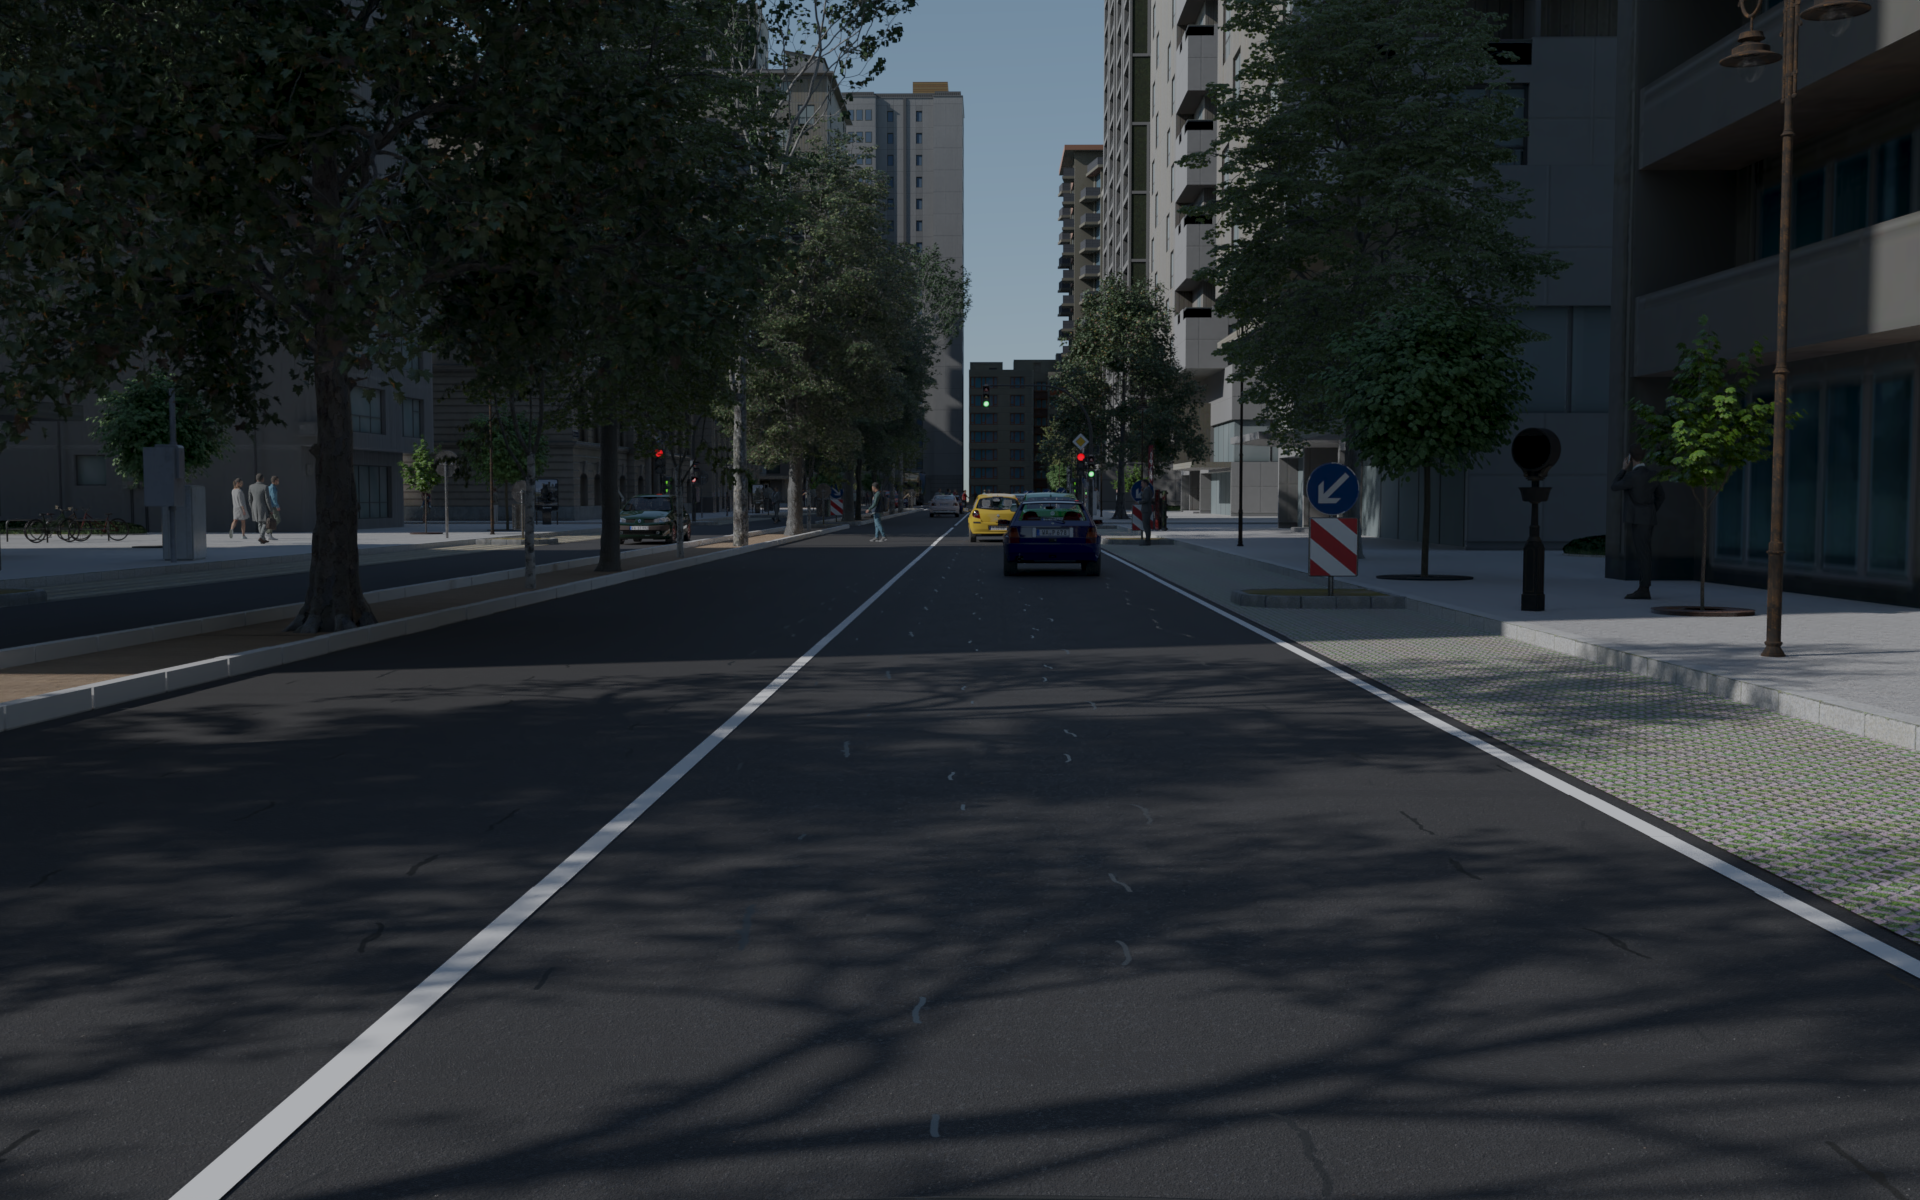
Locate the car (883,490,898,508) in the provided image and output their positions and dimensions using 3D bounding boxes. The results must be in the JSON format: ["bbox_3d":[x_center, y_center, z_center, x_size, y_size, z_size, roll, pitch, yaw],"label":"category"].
[{"bbox_3d":[-7.178,-10.216,175.711,2.281,1.827,5.304,0,4,1],"label":"car"}]

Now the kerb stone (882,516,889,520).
[{"bbox_3d":[-4.270,-4.677,98.668,0.120,0.150,1.000,0,4,1],"label":"kerb stone"}]

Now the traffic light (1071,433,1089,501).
[{"bbox_3d":[5.540,-5.564,79.890,0.839,4.253,0.868,0,4,1],"label":"traffic light"}]

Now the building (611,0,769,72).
[{"bbox_3d":[-38.947,-49.645,249.943,20.611,71.187,20.563,0,4,1],"label":"building"}]

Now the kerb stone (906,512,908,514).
[{"bbox_3d":[-3.893,-5.993,120.184,0.120,0.150,1.000,0,4,1],"label":"kerb stone"}]

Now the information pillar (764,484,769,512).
[{"bbox_3d":[-13.873,-7.319,124.155,0.304,2.012,0.304,0,4,-3],"label":"information pillar"}]

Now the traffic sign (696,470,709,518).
[{"bbox_3d":[-13.951,-5.715,93.546,0.768,2.556,0.104,0,4,8],"label":"traffic sign"}]

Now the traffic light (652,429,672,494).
[{"bbox_3d":[-12.460,-5.094,72.205,0.839,4.253,0.868,0,4,1],"label":"traffic light"}]

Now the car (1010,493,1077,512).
[{"bbox_3d":[2.263,-2.154,44.011,1.959,1.807,4.718,0,4,1],"label":"car"}]

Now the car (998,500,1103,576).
[{"bbox_3d":[1.657,-1.168,31.670,1.945,1.354,3.894,0,4,2],"label":"car"}]

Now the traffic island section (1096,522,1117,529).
[{"bbox_3d":[5.439,-3.042,72.020,2.009,0.180,2.903,0,4,1],"label":"traffic island section"}]

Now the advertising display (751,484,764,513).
[{"bbox_3d":[-13.442,-6.713,114.972,0.123,1.923,0.974,3,5,43],"label":"advertising display"}]

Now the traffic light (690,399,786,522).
[{"bbox_3d":[-10.226,-6.454,80.187,4.771,5.953,1.251,0,4,1],"label":"traffic light"}]

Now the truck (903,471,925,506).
[{"bbox_3d":[-5.943,-13.899,216.165,2.839,4.237,11.283,0,4,3],"label":"truck"}]

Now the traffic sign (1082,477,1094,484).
[{"bbox_3d":[8.105,-6.707,109.768,0.768,2.556,0.104,1,4,11],"label":"traffic sign"}]

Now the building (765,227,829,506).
[{"bbox_3d":[-21.689,-25.376,186.592,14.160,30.474,14.107,0,4,1],"label":"building"}]

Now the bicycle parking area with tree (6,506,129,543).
[{"bbox_3d":[-27.795,-3.606,45.960,8.231,4.147,9.016,3,5,43],"label":"bicycle parking area with tree"}]

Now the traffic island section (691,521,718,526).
[{"bbox_3d":[-12.359,-3.550,80.325,2.009,0.180,2.903,0,4,1],"label":"traffic island section"}]

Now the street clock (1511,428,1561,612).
[{"bbox_3d":[6.296,-0.881,18.974,0.358,2.002,0.471,-3,5,-44],"label":"street clock"}]

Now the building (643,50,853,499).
[{"bbox_3d":[-28.073,-38.277,215.069,27.495,52.752,28.713,0,4,1],"label":"building"}]

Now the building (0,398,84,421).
[{"bbox_3d":[-31.804,-26.416,21.147,28.713,52.752,27.495,0,4,1],"label":"building"}]

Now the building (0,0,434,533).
[{"bbox_3d":[-27.729,-23.223,63.292,14.086,41.232,14.154,0,4,1],"label":"building"}]

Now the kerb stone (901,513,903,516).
[{"bbox_3d":[-4.005,-5.617,114.040,0.120,0.150,1.000,0,4,1],"label":"kerb stone"}]

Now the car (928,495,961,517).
[{"bbox_3d":[-0.968,-5.853,108.064,2.083,1.381,4.827,0,4,0],"label":"car"}]

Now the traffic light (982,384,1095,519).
[{"bbox_3d":[3.306,-5.941,71.802,4.771,5.953,1.251,0,4,1],"label":"traffic light"}]

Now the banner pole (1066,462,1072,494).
[{"bbox_3d":[8.337,-8.657,131.566,0.401,3.779,0.863,3,5,42],"label":"banner pole"}]

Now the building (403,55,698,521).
[{"bbox_3d":[-23.220,-17.107,98.785,14.460,24.649,34.723,0,4,1],"label":"building"}]

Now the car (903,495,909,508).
[{"bbox_3d":[-6.326,-10.478,183.898,1.945,1.354,3.894,0,3,0],"label":"car"}]

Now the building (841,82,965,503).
[{"bbox_3d":[-13.494,-43.359,250.917,28.212,58.520,21.231,0,4,1],"label":"building"}]

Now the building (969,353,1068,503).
[{"bbox_3d":[15.903,-25.009,253.941,28.899,21.520,27.650,0,4,1],"label":"building"}]

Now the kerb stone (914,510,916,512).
[{"bbox_3d":[-3.673,-6.748,132.518,0.120,0.150,1.000,0,4,1],"label":"kerb stone"}]

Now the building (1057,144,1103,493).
[{"bbox_3d":[23.319,-34.200,213.788,22.147,44.769,28.867,0,4,1],"label":"building"}]

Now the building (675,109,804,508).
[{"bbox_3d":[-31.859,-29.084,167.409,32.217,40.220,23.993,0,4,1],"label":"building"}]

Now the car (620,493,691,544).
[{"bbox_3d":[-8.983,-2.498,50.625,2.009,1.686,4.222,0,4,1],"label":"car"}]

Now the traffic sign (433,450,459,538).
[{"bbox_3d":[-14.934,-3.073,50.356,0.768,2.556,0.104,0,4,4],"label":"traffic sign"}]

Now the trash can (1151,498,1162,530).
[{"bbox_3d":[7.118,-3.127,62.773,0.748,1.137,0.748,0,3,0],"label":"trash can"}]

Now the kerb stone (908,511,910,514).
[{"bbox_3d":[-3.839,-6.182,123.270,0.120,0.150,1.000,0,4,1],"label":"kerb stone"}]

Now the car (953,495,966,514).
[{"bbox_3d":[-0.567,-6.942,126.077,1.945,1.354,3.894,0,4,2],"label":"car"}]

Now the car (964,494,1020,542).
[{"bbox_3d":[1.117,-2.608,52.865,2.015,1.641,3.980,0,4,0],"label":"car"}]

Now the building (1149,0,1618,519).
[{"bbox_3d":[26.780,-31.901,110.822,28.713,52.752,27.495,0,4,1],"label":"building"}]

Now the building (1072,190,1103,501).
[{"bbox_3d":[28.287,-30.273,186.843,32.217,40.220,23.993,0,4,1],"label":"building"}]

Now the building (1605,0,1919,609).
[{"bbox_3d":[20.330,-23.893,14.357,21.300,48.544,21.600,0,4,1],"label":"building"}]

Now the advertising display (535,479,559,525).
[{"bbox_3d":[-17.327,-4.122,72.606,0.974,1.923,0.123,0,4,-8],"label":"advertising display"}]

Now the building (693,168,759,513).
[{"bbox_3d":[-22.235,-20.311,129.354,12.463,27.353,25.104,0,4,1],"label":"building"}]

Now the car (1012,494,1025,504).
[{"bbox_3d":[2.254,-3.242,64.805,2.131,1.459,4.920,0,4,2],"label":"car"}]

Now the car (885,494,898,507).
[{"bbox_3d":[-6.651,-9.839,169.908,2.155,1.783,4.494,0,4,2],"label":"car"}]

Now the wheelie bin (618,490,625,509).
[{"bbox_3d":[-14.291,-3.903,71.727,0.693,1.594,0.980,0,4,-1],"label":"wheelie bin"}]

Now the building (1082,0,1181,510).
[{"bbox_3d":[22.229,-44.372,163.741,20.563,71.187,20.611,0,4,1],"label":"building"}]

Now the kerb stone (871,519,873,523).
[{"bbox_3d":[-4.508,-3.858,85.334,0.120,0.150,1.000,0,4,1],"label":"kerb stone"}]

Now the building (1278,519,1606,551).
[{"bbox_3d":[22.829,-28.259,51.278,28.713,52.752,27.495,0,4,1],"label":"building"}]
